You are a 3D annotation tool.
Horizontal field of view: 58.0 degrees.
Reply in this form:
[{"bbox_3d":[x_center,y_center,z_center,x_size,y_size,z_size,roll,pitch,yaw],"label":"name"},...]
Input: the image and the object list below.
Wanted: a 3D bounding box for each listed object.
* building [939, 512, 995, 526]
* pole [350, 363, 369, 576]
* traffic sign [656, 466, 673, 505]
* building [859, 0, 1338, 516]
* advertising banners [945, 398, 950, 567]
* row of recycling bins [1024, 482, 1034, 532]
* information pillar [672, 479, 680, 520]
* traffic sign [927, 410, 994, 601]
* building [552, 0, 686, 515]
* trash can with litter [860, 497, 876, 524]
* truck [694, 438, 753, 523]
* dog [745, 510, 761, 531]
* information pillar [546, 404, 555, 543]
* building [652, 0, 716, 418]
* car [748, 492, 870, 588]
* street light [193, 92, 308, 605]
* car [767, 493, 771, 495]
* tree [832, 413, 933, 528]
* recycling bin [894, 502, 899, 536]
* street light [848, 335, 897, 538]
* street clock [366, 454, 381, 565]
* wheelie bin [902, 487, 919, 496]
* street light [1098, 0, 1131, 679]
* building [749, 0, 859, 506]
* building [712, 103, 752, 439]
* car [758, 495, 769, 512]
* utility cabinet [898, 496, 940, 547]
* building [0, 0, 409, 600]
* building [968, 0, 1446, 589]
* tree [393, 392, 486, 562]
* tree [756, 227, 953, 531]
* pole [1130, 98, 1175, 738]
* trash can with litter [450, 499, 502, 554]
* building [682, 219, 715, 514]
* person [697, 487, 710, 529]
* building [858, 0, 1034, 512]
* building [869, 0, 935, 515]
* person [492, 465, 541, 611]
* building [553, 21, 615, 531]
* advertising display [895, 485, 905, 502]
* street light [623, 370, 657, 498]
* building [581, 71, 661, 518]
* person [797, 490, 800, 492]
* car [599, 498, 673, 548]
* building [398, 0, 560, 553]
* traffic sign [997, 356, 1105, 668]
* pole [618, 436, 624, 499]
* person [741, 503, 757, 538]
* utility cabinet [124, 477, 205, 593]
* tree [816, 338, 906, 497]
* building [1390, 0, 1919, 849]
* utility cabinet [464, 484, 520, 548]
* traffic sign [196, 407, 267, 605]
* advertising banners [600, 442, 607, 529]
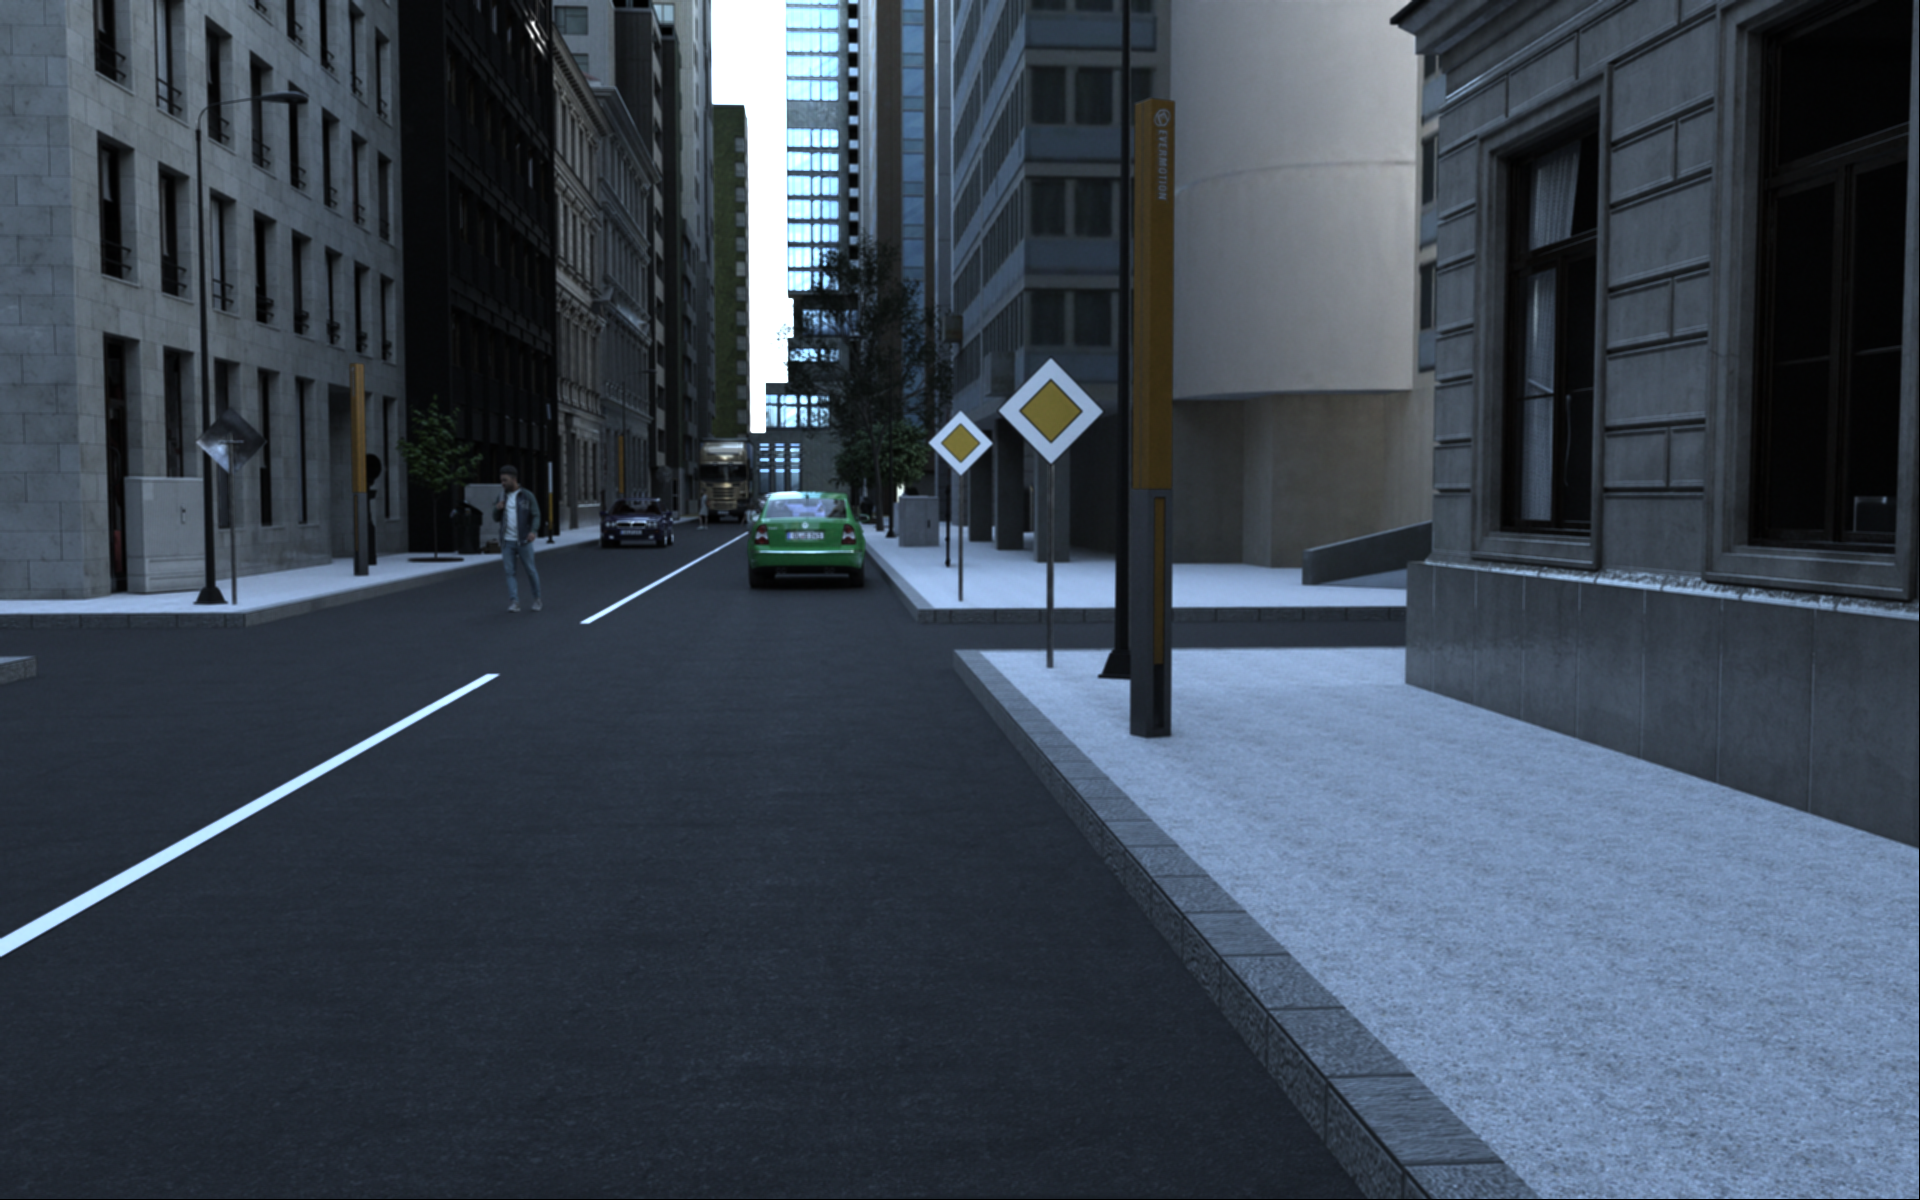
[{"bbox_3d":[9.273,-33.011,81.735,21.231,58.520,28.212,0,4,-5],"label":"building"},{"bbox_3d":[-9.425,-2.038,27.164,0.158,3.312,0.155,0,3,0],"label":"pole"},{"bbox_3d":[-13.266,-4.747,77.715,0.768,2.556,0.104,0,4,-1],"label":"traffic sign"},{"bbox_3d":[8.672,-26.794,129.967,32.217,40.220,23.993,0,4,-5],"label":"building"},{"bbox_3d":[-0.212,-2.144,31.240,0.090,3.025,2.074,0,4,0],"label":"advertising banners"},{"bbox_3d":[2.828,-3.195,59.350,1.069,1.692,3.534,3,4,38],"label":"row of recycling bins"},{"bbox_3d":[-13.857,-4.890,84.447,0.304,2.012,0.304,0,4,5],"label":"information pillar"},{"bbox_3d":[0.006,-1.043,20.696,0.795,2.450,0.064,0,4,-5],"label":"traffic sign"},{"bbox_3d":[-23.770,-20.145,101.068,14.160,30.474,14.107,0,4,-5],"label":"building"},{"bbox_3d":[-3.813,-3.834,74.073,0.624,1.170,1.055,-3,5,-39],"label":"trash can with litter"},{"bbox_3d":[-11.984,-6.122,89.011,2.839,4.237,11.283,0,4,-6],"label":"truck"},{"bbox_3d":[-8.160,-3.088,67.320,0.800,0.831,0.513,1,4,9],"label":"dog"},{"bbox_3d":[-10.670,-3.284,45.040,0.183,3.616,0.504,-1,4,-17],"label":"information pillar"},{"bbox_3d":[-35.588,-34.487,153.098,27.495,52.752,28.713,0,4,-5],"label":"building"},{"bbox_3d":[-2.429,-1.172,27.956,1.959,1.807,4.718,0,4,-3],"label":"car"},{"bbox_3d":[-8.224,-2.910,20.116,1.470,5.913,1.316,0,4,-5],"label":"street light"},{"bbox_3d":[-15.846,-8.427,147.374,1.945,1.707,3.694,0,4,-4],"label":"car"},{"bbox_3d":[-2.558,-5.081,66.782,4.285,4.588,4.351,0,3,0],"label":"tree"},{"bbox_3d":[-1.627,-2.467,52.887,0.722,1.027,0.722,0,4,6],"label":"recycling bin"},{"bbox_3d":[-2.572,-4.784,50.765,1.470,5.913,1.316,0,4,-5],"label":"street light"},{"bbox_3d":[-10.671,-1.629,31.210,0.358,2.002,0.471,2,4,30],"label":"street clock"},{"bbox_3d":[-2.376,-4.581,82.807,0.980,1.594,0.693,-3,5,-39],"label":"wheelie bin"},{"bbox_3d":[0.602,-2.409,11.935,1.470,5.913,1.316,0,4,-5],"label":"street light"},{"bbox_3d":[-7.301,-53.647,189.800,31.000,86.520,22.319,0,4,-5],"label":"building"},{"bbox_3d":[-29.373,-30.639,184.548,14.086,41.232,14.154,0,4,-5],"label":"building"},{"bbox_3d":[-15.280,-7.813,140.109,2.083,1.381,4.827,0,4,-5],"label":"car"},{"bbox_3d":[-0.997,-1.911,42.404,1.020,1.237,0.306,-2,4,-35],"label":"utility cabinet"},{"bbox_3d":[-16.499,-10.618,28.356,10.420,20.320,16.860,0,4,-5],"label":"building"},{"bbox_3d":[12.142,-21.159,37.836,23.993,40.220,32.217,0,4,-5],"label":"building"},{"bbox_3d":[-9.899,-2.354,33.084,1.663,3.219,1.824,0,3,0],"label":"tree"},{"bbox_3d":[-2.783,-7.683,60.034,8.767,10.594,7.601,0,4,-7],"label":"tree"},{"bbox_3d":[1.012,-0.933,9.105,0.158,3.312,0.155,0,3,0],"label":"pole"},{"bbox_3d":[-10.332,-1.574,37.128,1.055,1.170,0.624,-3,5,-40],"label":"trash can with litter"},{"bbox_3d":[-32.126,-16.951,122.190,27.650,21.520,28.899,0,4,-5],"label":"building"},{"bbox_3d":[-10.503,-3.763,71.033,0.522,1.701,0.512,0,4,4],"label":"person"},{"bbox_3d":[1.322,-37.569,156.256,21.231,58.520,28.212,0,4,-5],"label":"building"},{"bbox_3d":[1.365,-28.133,110.086,14.600,45.320,14.200,0,4,-5],"label":"building"},{"bbox_3d":[-5.435,-0.757,21.224,0.623,1.781,0.721,0,4,-3],"label":"person"},{"bbox_3d":[-18.764,-12.082,62.165,10.561,19.102,19.286,0,4,-5],"label":"building"},{"bbox_3d":[-3.247,-5.399,93.491,0.123,1.923,0.974,2,4,24],"label":"advertising display"},{"bbox_3d":[-12.024,-5.648,64.878,1.470,5.913,1.316,0,4,-5],"label":"street light"},{"bbox_3d":[-20.897,-15.044,82.132,11.583,22.565,21.152,0,4,-5],"label":"building"},{"bbox_3d":[-10.754,-6.527,116.016,0.445,1.727,0.742,3,5,41],"label":"person"},{"bbox_3d":[-8.832,-2.134,47.467,1.945,1.354,3.894,0,4,-5],"label":"car"},{"bbox_3d":[-17.867,-13.140,44.522,12.332,23.373,15.834,0,4,-5],"label":"building"},{"bbox_3d":[0.662,-0.556,12.738,0.795,2.450,0.064,0,4,-5],"label":"traffic sign"},{"bbox_3d":[-11.868,-4.086,60.653,0.158,3.312,0.155,0,3,0],"label":"pole"},{"bbox_3d":[-5.429,-1.905,44.654,0.505,1.210,0.382,1,4,17],"label":"person"},{"bbox_3d":[-10.334,-0.854,22.649,0.318,1.500,1.173,1,4,18],"label":"utility cabinet"},{"bbox_3d":[-4.490,-7.928,79.987,4.360,8.622,3.978,0,3,0],"label":"tree"},{"bbox_3d":[8.452,-8.433,2.512,10.561,19.102,19.286,0,4,-5],"label":"building"},{"bbox_3d":[-10.343,-1.814,38.331,1.173,1.500,0.318,0,4,7],"label":"utility cabinet"},{"bbox_3d":[-8.412,-1.002,20.025,0.795,2.450,0.064,0,4,-5],"label":"traffic sign"},{"bbox_3d":[-12.264,-3.877,59.575,0.090,3.025,2.074,-1,4,-16],"label":"advertising banners"}]
